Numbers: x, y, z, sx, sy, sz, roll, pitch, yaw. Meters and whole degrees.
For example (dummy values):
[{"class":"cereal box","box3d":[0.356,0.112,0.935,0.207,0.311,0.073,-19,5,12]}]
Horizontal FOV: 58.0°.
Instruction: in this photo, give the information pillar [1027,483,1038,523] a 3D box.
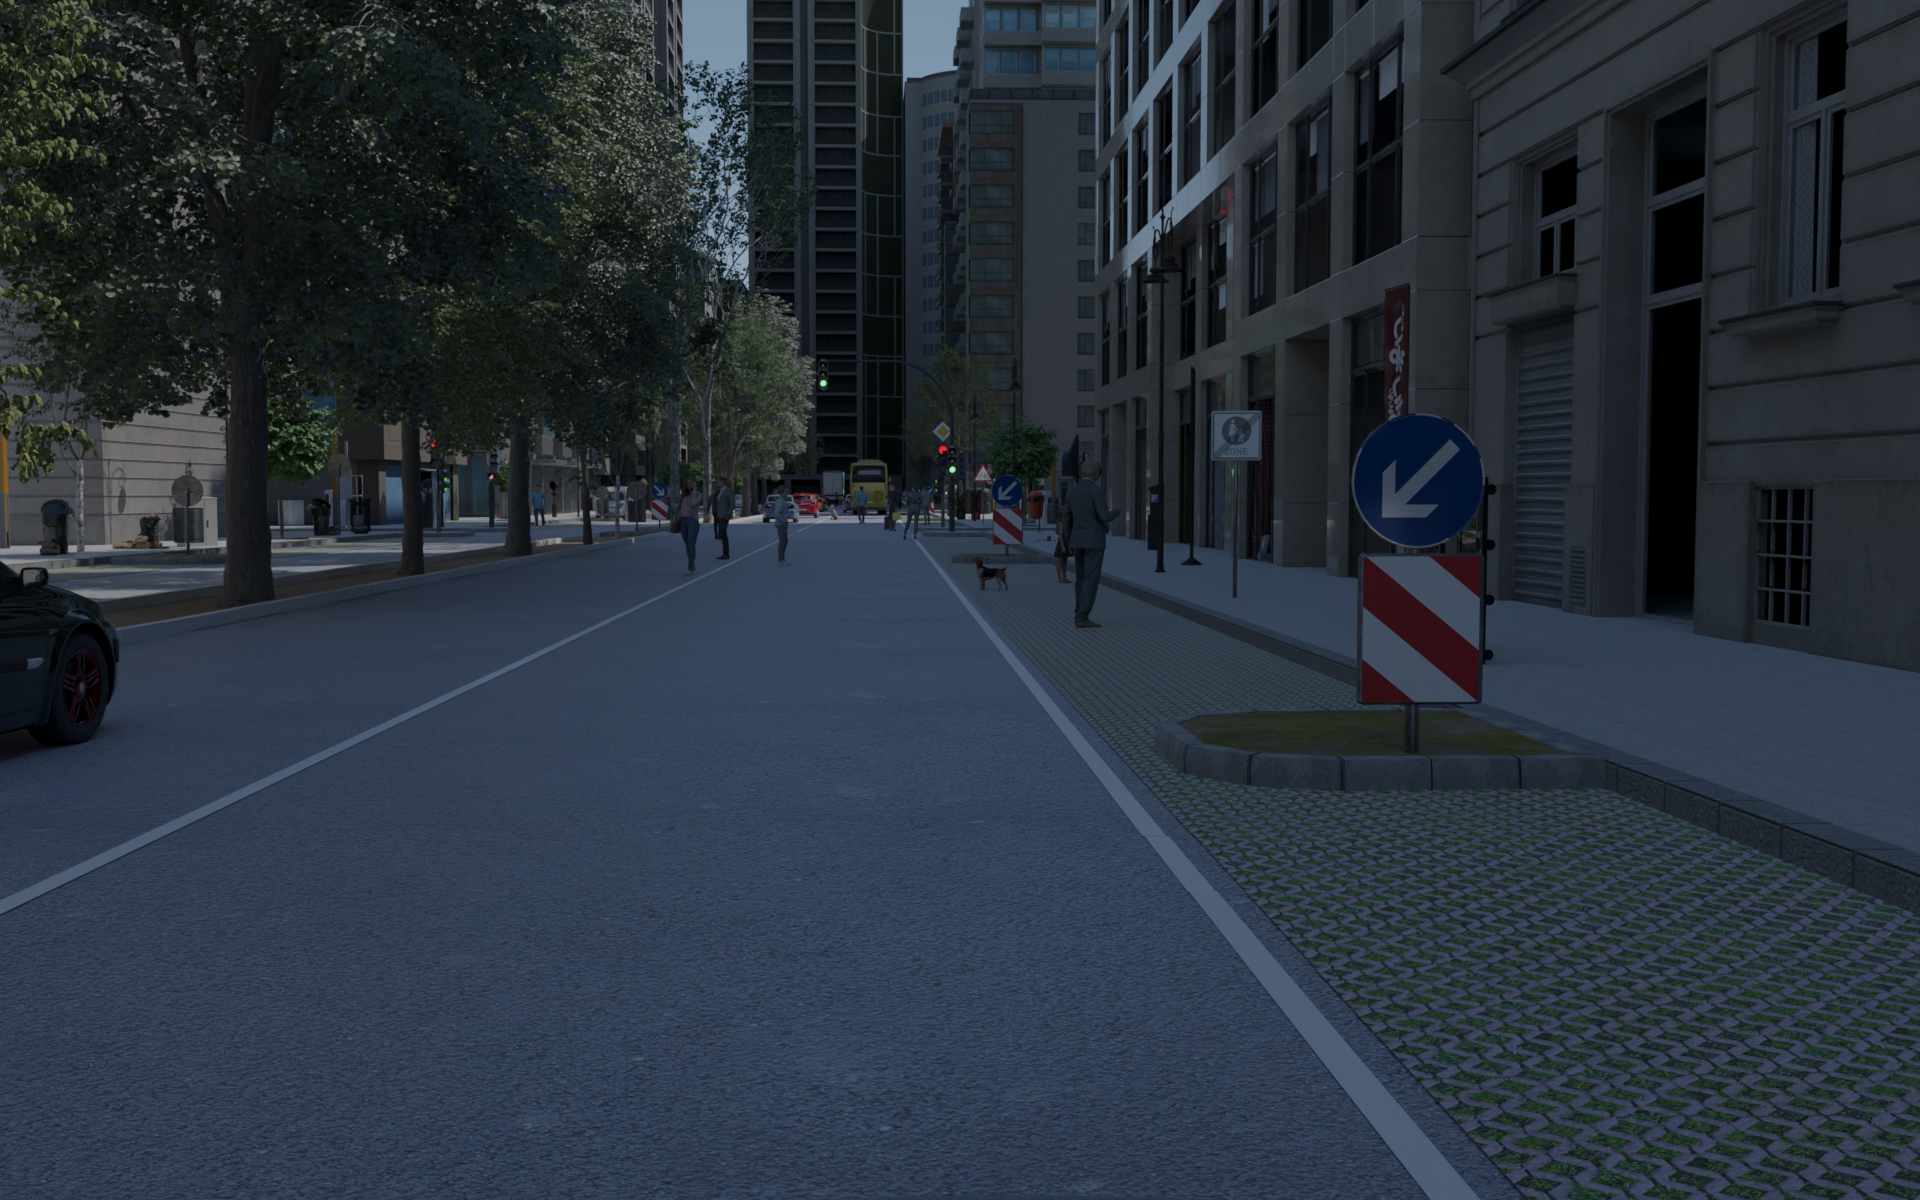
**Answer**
[{"class":"information pillar","box3d":[3.116,-4.352,75.642,0.304,2.012,0.304,1,4,18]}]

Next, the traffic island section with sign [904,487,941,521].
[{"class":"traffic island section with sign","box3d":[-1.816,-5.090,91.852,1.989,1.847,2.006,0,4,-3]}]

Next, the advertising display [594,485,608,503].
[{"class":"advertising display","box3d":[-26.552,-7.543,128.544,0.974,1.923,0.123,2,4,24]}]

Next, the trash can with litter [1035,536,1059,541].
[{"class":"trash can with litter","box3d":[3.034,-2.230,47.525,2.233,1.210,1.678,-1,4,-17]}]

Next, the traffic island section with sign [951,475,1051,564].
[{"class":"traffic island section with sign","box3d":[0.827,-1.685,36.184,1.989,1.847,2.006,0,4,-3]}]

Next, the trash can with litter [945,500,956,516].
[{"class":"trash can with litter","box3d":[-0.334,-5.446,100.426,1.055,1.170,0.624,0,4,3]}]

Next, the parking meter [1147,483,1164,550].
[{"class":"parking meter","box3d":[4.483,-1.912,39.674,0.372,1.533,0.369,0,3,0]}]

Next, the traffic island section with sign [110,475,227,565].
[{"class":"traffic island section with sign","box3d":[-16.145,-1.661,35.791,1.989,1.847,2.006,0,4,-3]}]

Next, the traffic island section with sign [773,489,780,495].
[{"class":"traffic island section with sign","box3d":[-14.961,-8.140,141.222,2.006,1.907,1.989,0,4,-3]}]

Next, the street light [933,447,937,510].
[{"class":"street light","box3d":[-2.085,-10.304,141.257,0.468,5.910,1.993,0,4,-3]}]

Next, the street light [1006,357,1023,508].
[{"class":"street light","box3d":[1.837,-5.252,58.659,0.468,5.910,1.993,0,4,-3]}]

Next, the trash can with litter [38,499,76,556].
[{"class":"trash can with litter","box3d":[-19.048,-1.536,36.500,0.624,1.170,1.055,-1,4,-18]}]

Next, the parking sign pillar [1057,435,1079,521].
[{"class":"parking sign pillar","box3d":[4.964,-5.472,77.937,1.447,3.967,1.447,1,4,20]}]

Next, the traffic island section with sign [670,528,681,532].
[{"class":"traffic island section with sign","box3d":[-11.397,-3.549,66.168,2.006,1.907,1.989,0,4,-3]}]

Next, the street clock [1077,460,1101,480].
[{"class":"street clock","box3d":[2.744,-1.973,36.821,0.471,2.002,0.358,2,4,33]}]

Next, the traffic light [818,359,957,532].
[{"class":"traffic light","box3d":[-2.388,-5.139,58.683,4.771,5.953,1.251,0,4,-3]}]

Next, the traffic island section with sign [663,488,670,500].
[{"class":"traffic island section with sign","box3d":[-20.107,-6.768,119.277,1.989,1.847,2.006,0,4,-3]}]

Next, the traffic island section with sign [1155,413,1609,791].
[{"class":"traffic island section with sign","box3d":[2.105,-0.039,9.259,1.989,1.847,2.006,0,4,-3]}]

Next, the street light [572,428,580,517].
[{"class":"street light","box3d":[-21.295,-7.565,96.481,0.468,5.910,1.993,0,4,-3]}]

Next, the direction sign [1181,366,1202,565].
[{"class":"direction sign","box3d":[4.189,-2.399,31.219,0.379,3.537,0.876,1,4,11]}]

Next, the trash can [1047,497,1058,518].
[{"class":"trash can","box3d":[4.477,-4.308,82.094,0.748,1.137,0.748,0,3,0]}]

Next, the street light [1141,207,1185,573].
[{"class":"street light","box3d":[3.283,-3.390,28.220,0.468,5.910,1.993,0,4,-3]}]

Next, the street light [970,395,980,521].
[{"class":"street light","box3d":[0.688,-6.623,81.074,0.468,5.910,1.993,0,4,-3]}]

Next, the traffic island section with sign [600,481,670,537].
[{"class":"traffic island section with sign","box3d":[-11.056,-3.097,58.769,2.006,1.907,1.989,0,4,-3]}]

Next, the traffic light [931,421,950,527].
[{"class":"traffic light","box3d":[-0.681,-4.769,66.899,0.839,4.253,0.868,0,4,-3]}]

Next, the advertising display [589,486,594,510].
[{"class":"advertising display","box3d":[-28.971,-8.017,136.283,0.123,1.923,0.974,3,5,43]}]

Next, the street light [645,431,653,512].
[{"class":"street light","box3d":[-22.783,-9.442,127.165,0.468,5.910,1.993,0,4,-3]}]

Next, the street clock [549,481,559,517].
[{"class":"street clock","box3d":[-22.368,-5.559,95.464,0.471,2.002,0.358,2,4,28]}]

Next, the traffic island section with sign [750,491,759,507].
[{"class":"traffic island section with sign","box3d":[-23.692,-11.411,195.200,1.989,1.847,2.006,0,4,-3]}]

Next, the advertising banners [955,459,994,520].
[{"class":"advertising banners","box3d":[0.765,-5.538,86.740,2.074,3.025,0.090,1,4,16]}]

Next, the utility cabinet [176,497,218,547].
[{"class":"utility cabinet","box3d":[-18.644,-1.906,42.329,0.306,1.237,1.020,2,4,24]}]

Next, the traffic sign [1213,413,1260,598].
[{"class":"traffic sign","box3d":[3.402,-1.177,21.379,0.606,2.300,0.079,0,4,6]}]

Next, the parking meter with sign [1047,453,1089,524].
[{"class":"parking meter with sign","box3d":[4.592,-4.771,74.260,1.738,3.016,0.543,1,4,23]}]

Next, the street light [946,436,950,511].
[{"class":"street light","box3d":[-0.716,-8.468,111.239,0.468,5.910,1.993,0,4,-3]}]

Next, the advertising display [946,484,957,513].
[{"class":"advertising display","box3d":[-0.546,-6.718,115.060,0.974,1.923,0.123,-3,5,-39]}]

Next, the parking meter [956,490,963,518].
[{"class":"parking meter","box3d":[-0.030,-5.277,94.685,0.372,1.533,0.369,0,3,0]}]

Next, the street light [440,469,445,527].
[{"class":"street light","box3d":[-19.955,-5.738,66.600,0.468,5.910,1.993,0,4,-3]}]

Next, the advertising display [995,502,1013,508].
[{"class":"advertising display","box3d":[2.237,-5.043,87.674,0.974,1.923,0.123,0,4,3]}]

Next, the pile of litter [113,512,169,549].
[{"class":"pile of litter","box3d":[-19.242,-1.632,40.645,1.176,0.858,1.719,-2,4,-34]}]

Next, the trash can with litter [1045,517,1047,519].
[{"class":"trash can with litter","box3d":[4.653,-4.432,83.857,1.055,1.170,0.624,0,4,-5]}]

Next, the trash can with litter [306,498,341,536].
[{"class":"trash can with litter","box3d":[-19.638,-2.575,53.486,0.624,1.170,1.055,1,4,11]}]

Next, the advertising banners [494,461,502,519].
[{"class":"advertising banners","box3d":[-24.244,-5.795,90.932,0.090,3.025,2.074,0,4,-1]}]

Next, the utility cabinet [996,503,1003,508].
[{"class":"utility cabinet","box3d":[1.913,-4.497,84.685,0.306,1.237,1.020,0,4,-1]}]

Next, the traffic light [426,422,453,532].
[{"class":"traffic light","box3d":[-17.494,-4.231,58.096,0.839,4.253,0.868,0,4,-3]}]

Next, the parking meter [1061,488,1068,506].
[{"class":"parking meter","box3d":[4.372,-3.864,71.590,0.372,1.533,0.369,0,3,0]}]

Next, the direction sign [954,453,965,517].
[{"class":"direction sign","box3d":[-0.126,-6.346,95.760,0.876,3.537,0.379,2,4,26]}]

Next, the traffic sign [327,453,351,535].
[{"class":"traffic sign","box3d":[-19.434,-3.307,54.183,0.768,2.556,0.104,0,4,4]}]

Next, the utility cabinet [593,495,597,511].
[{"class":"utility cabinet","box3d":[-27.194,-7.229,129.363,0.306,1.237,1.020,0,4,0]}]

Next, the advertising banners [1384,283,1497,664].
[{"class":"advertising banners","box3d":[3.796,-1.083,13.893,0.090,3.025,2.074,-1,4,-9]}]

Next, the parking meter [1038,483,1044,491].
[{"class":"parking meter","box3d":[4.667,-5.783,100.256,0.255,1.863,0.399,-2,4,-30]}]

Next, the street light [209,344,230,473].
[{"class":"street light","box3d":[-18.999,-4.410,44.894,0.468,5.910,1.993,0,4,-3]}]

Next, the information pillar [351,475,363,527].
[{"class":"information pillar","box3d":[-23.542,-3.863,67.653,0.304,2.012,0.304,2,4,26]}]

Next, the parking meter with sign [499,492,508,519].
[{"class":"parking meter with sign","box3d":[-23.319,-5.676,89.060,1.738,3.016,0.543,-3,5,-41]}]

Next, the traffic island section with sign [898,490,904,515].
[{"class":"traffic island section with sign","box3d":[-3.085,-6.737,118.777,1.989,1.847,2.006,0,4,-3]}]

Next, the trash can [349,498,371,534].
[{"class":"trash can","box3d":[-19.314,-2.700,55.806,0.748,1.137,0.748,0,3,0]}]

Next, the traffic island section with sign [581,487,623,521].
[{"class":"traffic island section with sign","box3d":[-18.770,-5.038,90.995,1.989,1.847,2.006,0,4,-3]}]

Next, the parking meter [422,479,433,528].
[{"class":"parking meter","box3d":[-20.056,-3.640,65.227,0.255,1.863,0.399,1,4,12]}]

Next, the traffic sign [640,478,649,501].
[{"class":"traffic sign","box3d":[-22.333,-7.398,122.149,0.795,2.450,0.064,0,4,-1]}]

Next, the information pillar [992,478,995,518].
[{"class":"information pillar","box3d":[2.013,-6.283,94.087,0.504,3.616,0.183,-2,4,-34]}]

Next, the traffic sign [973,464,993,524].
[{"class":"traffic sign","box3d":[0.983,-4.497,73.527,0.884,2.594,0.081,0,3,0]}]
